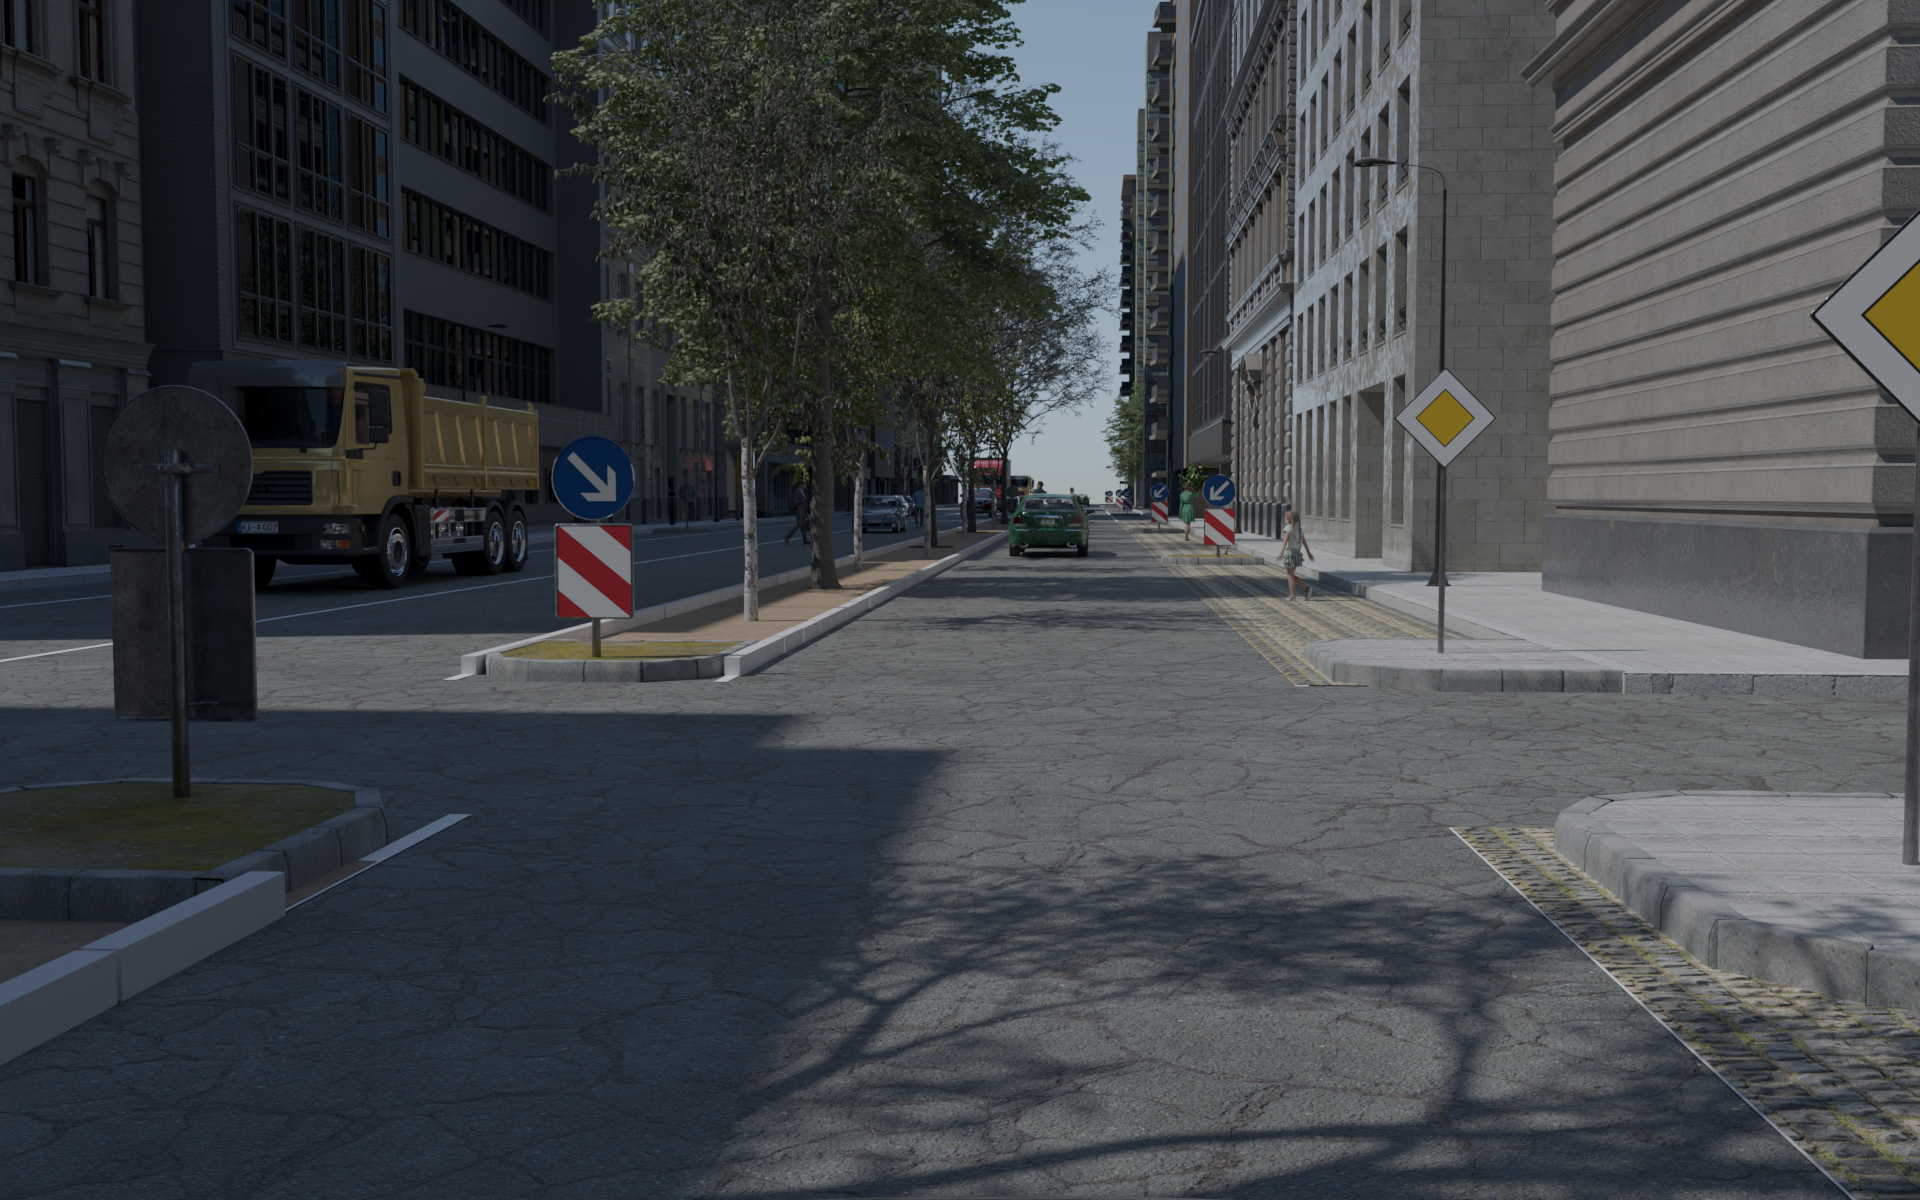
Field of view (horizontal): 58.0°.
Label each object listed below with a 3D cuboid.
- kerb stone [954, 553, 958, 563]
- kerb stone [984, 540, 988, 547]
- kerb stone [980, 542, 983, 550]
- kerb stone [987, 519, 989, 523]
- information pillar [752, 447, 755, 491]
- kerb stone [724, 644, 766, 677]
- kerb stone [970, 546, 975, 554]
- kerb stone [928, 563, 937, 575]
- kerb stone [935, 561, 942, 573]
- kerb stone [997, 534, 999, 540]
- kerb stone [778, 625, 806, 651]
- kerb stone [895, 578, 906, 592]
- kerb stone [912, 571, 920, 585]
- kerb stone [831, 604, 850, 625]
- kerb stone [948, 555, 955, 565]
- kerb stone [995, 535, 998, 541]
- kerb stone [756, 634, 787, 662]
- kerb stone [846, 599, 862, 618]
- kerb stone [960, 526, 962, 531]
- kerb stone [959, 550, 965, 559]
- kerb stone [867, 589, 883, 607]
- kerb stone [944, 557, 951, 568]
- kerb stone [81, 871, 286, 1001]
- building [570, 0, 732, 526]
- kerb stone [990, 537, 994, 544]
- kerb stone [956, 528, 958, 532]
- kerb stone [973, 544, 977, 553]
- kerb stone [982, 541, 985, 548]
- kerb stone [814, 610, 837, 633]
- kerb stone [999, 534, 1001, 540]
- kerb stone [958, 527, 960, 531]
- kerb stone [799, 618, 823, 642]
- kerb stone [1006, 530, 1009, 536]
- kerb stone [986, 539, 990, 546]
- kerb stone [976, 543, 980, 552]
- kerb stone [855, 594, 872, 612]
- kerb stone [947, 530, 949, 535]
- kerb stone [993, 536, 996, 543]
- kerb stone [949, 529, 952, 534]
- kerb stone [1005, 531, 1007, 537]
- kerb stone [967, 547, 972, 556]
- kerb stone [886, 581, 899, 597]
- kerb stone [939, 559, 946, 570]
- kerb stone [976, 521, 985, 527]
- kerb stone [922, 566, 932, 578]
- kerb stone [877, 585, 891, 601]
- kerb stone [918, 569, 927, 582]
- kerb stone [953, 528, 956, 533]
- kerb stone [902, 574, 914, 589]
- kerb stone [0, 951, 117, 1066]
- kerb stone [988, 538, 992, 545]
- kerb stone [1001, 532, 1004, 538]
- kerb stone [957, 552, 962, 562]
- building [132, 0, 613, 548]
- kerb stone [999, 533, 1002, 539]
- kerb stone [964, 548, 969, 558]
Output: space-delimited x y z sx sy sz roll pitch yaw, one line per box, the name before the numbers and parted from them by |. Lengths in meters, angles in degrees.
kerb stone | -0.180 -0.818 35.589 0.120 0.150 1.000 0 4 4
kerb stone | 0.573 -1.444 45.811 0.120 0.150 1.000 0 4 4
kerb stone | 0.417 -1.316 43.773 0.120 0.150 1.000 0 4 4
kerb stone | 1.164 -3.703 82.745 0.120 0.150 1.000 0 4 4
information pillar | -10.310 -5.811 86.360 0.183 3.616 0.504 0 4 0
kerb stone | -1.753 0.496 14.093 0.120 0.150 1.000 0 4 4
kerb stone | 0.190 -1.132 40.703 0.120 0.150 1.000 0 4 4
kerb stone | -0.554 -0.506 30.471 0.120 0.150 1.000 0 4 4
kerb stone | -0.481 -0.569 31.492 0.120 0.150 1.000 0 4 4
kerb stone | 1.014 -1.820 51.950 0.120 0.150 1.000 0 4 4
kerb stone | -1.603 0.371 16.141 0.120 0.150 1.000 0 4 4
kerb stone | -0.933 -0.192 25.349 0.120 0.150 1.000 0 4 4
kerb stone | -0.782 -0.318 27.395 0.120 0.150 1.000 0 4 4
kerb stone | -1.377 0.183 19.202 0.120 0.150 1.000 0 4 4
kerb stone | -0.255 -0.756 34.562 0.120 0.150 1.000 0 4 4
kerb stone | 0.944 -1.757 50.929 0.120 0.150 1.000 0 4 4
kerb stone | -1.681 0.436 15.116 0.120 0.150 1.000 0 4 4
kerb stone | -1.303 0.128 20.233 0.120 0.150 1.000 0 4 4
kerb stone | -0.105 -2.640 65.365 0.120 0.150 1.000 0 4 4
kerb stone | -0.036 -0.937 37.628 0.120 0.150 1.000 0 4 4
kerb stone | -1.148 -0.006 22.290 0.120 0.150 1.000 0 4 4
kerb stone | -0.332 -0.694 33.543 0.120 0.150 1.000 0 4 4
kerb stone | -2.389 1.028 5.389 0.120 0.150 1.000 0 4 4
building | -18.335 -17.054 76.099 12.463 27.353 25.104 0 4 4
kerb stone | 0.795 -1.628 48.888 0.120 0.150 1.000 0 4 4
kerb stone | -0.255 -2.512 63.315 0.120 0.150 1.000 0 4 4
kerb stone | 0.268 -1.193 41.722 0.120 0.150 1.000 0 4 4
kerb stone | 0.499 -1.382 44.791 0.120 0.150 1.000 0 4 4
kerb stone | -1.448 0.245 18.183 0.120 0.150 1.000 0 4 4
kerb stone | 1.089 -1.883 52.974 0.120 0.150 1.000 0 4 4
kerb stone | -0.191 -2.577 64.337 0.120 0.150 1.000 0 4 4
kerb stone | -1.523 0.312 17.164 0.120 0.150 1.000 0 4 4
kerb stone | 1.463 -2.195 58.089 0.120 0.150 1.000 0 4 4
kerb stone | 0.645 -1.507 46.833 0.120 0.150 1.000 0 4 4
kerb stone | 0.344 -1.257 42.753 0.120 0.150 1.000 0 4 4
kerb stone | -1.233 0.061 21.260 0.120 0.150 1.000 0 4 4
kerb stone | -0.559 -2.263 59.217 0.120 0.150 1.000 0 4 4
kerb stone | 0.867 -1.695 49.910 0.120 0.150 1.000 0 4 4
kerb stone | -0.481 -2.326 60.240 0.120 0.150 1.000 0 4 4
kerb stone | 1.393 -2.128 57.063 0.120 0.150 1.000 0 4 4
kerb stone | 0.115 -1.067 39.677 0.120 0.150 1.000 0 4 4
kerb stone | -1.010 -0.127 24.330 0.120 0.150 1.000 0 4 4
kerb stone | -0.407 -0.630 32.517 0.120 0.150 1.000 0 4 4
kerb stone | 0.941 -3.516 79.678 0.120 0.150 1.000 0 4 4
kerb stone | -0.623 -0.443 29.438 0.120 0.150 1.000 0 4 4
kerb stone | -1.081 -0.068 23.309 0.120 0.150 1.000 0 4 4
kerb stone | -0.695 -0.377 28.419 0.120 0.150 1.000 0 4 4
kerb stone | -0.328 -2.452 62.290 0.120 0.150 1.000 0 4 4
kerb stone | -0.851 -0.252 26.375 0.120 0.150 1.000 0 4 4
kerb stone | -2.463 1.090 4.368 0.120 0.150 1.000 0 4 4
kerb stone | 0.719 -1.564 47.856 0.120 0.150 1.000 0 4 4
kerb stone | 1.236 -2.008 55.023 0.120 0.150 1.000 0 4 4
kerb stone | -0.105 -0.873 36.608 0.120 0.150 1.000 0 4 4
building | -20.630 -14.004 48.033 14.314 24.678 30.058 0 4 4
kerb stone | 1.162 -1.942 54.004 0.120 0.150 1.000 0 4 4
kerb stone | 0.046 -1.007 38.655 0.120 0.150 1.000 0 4 4
